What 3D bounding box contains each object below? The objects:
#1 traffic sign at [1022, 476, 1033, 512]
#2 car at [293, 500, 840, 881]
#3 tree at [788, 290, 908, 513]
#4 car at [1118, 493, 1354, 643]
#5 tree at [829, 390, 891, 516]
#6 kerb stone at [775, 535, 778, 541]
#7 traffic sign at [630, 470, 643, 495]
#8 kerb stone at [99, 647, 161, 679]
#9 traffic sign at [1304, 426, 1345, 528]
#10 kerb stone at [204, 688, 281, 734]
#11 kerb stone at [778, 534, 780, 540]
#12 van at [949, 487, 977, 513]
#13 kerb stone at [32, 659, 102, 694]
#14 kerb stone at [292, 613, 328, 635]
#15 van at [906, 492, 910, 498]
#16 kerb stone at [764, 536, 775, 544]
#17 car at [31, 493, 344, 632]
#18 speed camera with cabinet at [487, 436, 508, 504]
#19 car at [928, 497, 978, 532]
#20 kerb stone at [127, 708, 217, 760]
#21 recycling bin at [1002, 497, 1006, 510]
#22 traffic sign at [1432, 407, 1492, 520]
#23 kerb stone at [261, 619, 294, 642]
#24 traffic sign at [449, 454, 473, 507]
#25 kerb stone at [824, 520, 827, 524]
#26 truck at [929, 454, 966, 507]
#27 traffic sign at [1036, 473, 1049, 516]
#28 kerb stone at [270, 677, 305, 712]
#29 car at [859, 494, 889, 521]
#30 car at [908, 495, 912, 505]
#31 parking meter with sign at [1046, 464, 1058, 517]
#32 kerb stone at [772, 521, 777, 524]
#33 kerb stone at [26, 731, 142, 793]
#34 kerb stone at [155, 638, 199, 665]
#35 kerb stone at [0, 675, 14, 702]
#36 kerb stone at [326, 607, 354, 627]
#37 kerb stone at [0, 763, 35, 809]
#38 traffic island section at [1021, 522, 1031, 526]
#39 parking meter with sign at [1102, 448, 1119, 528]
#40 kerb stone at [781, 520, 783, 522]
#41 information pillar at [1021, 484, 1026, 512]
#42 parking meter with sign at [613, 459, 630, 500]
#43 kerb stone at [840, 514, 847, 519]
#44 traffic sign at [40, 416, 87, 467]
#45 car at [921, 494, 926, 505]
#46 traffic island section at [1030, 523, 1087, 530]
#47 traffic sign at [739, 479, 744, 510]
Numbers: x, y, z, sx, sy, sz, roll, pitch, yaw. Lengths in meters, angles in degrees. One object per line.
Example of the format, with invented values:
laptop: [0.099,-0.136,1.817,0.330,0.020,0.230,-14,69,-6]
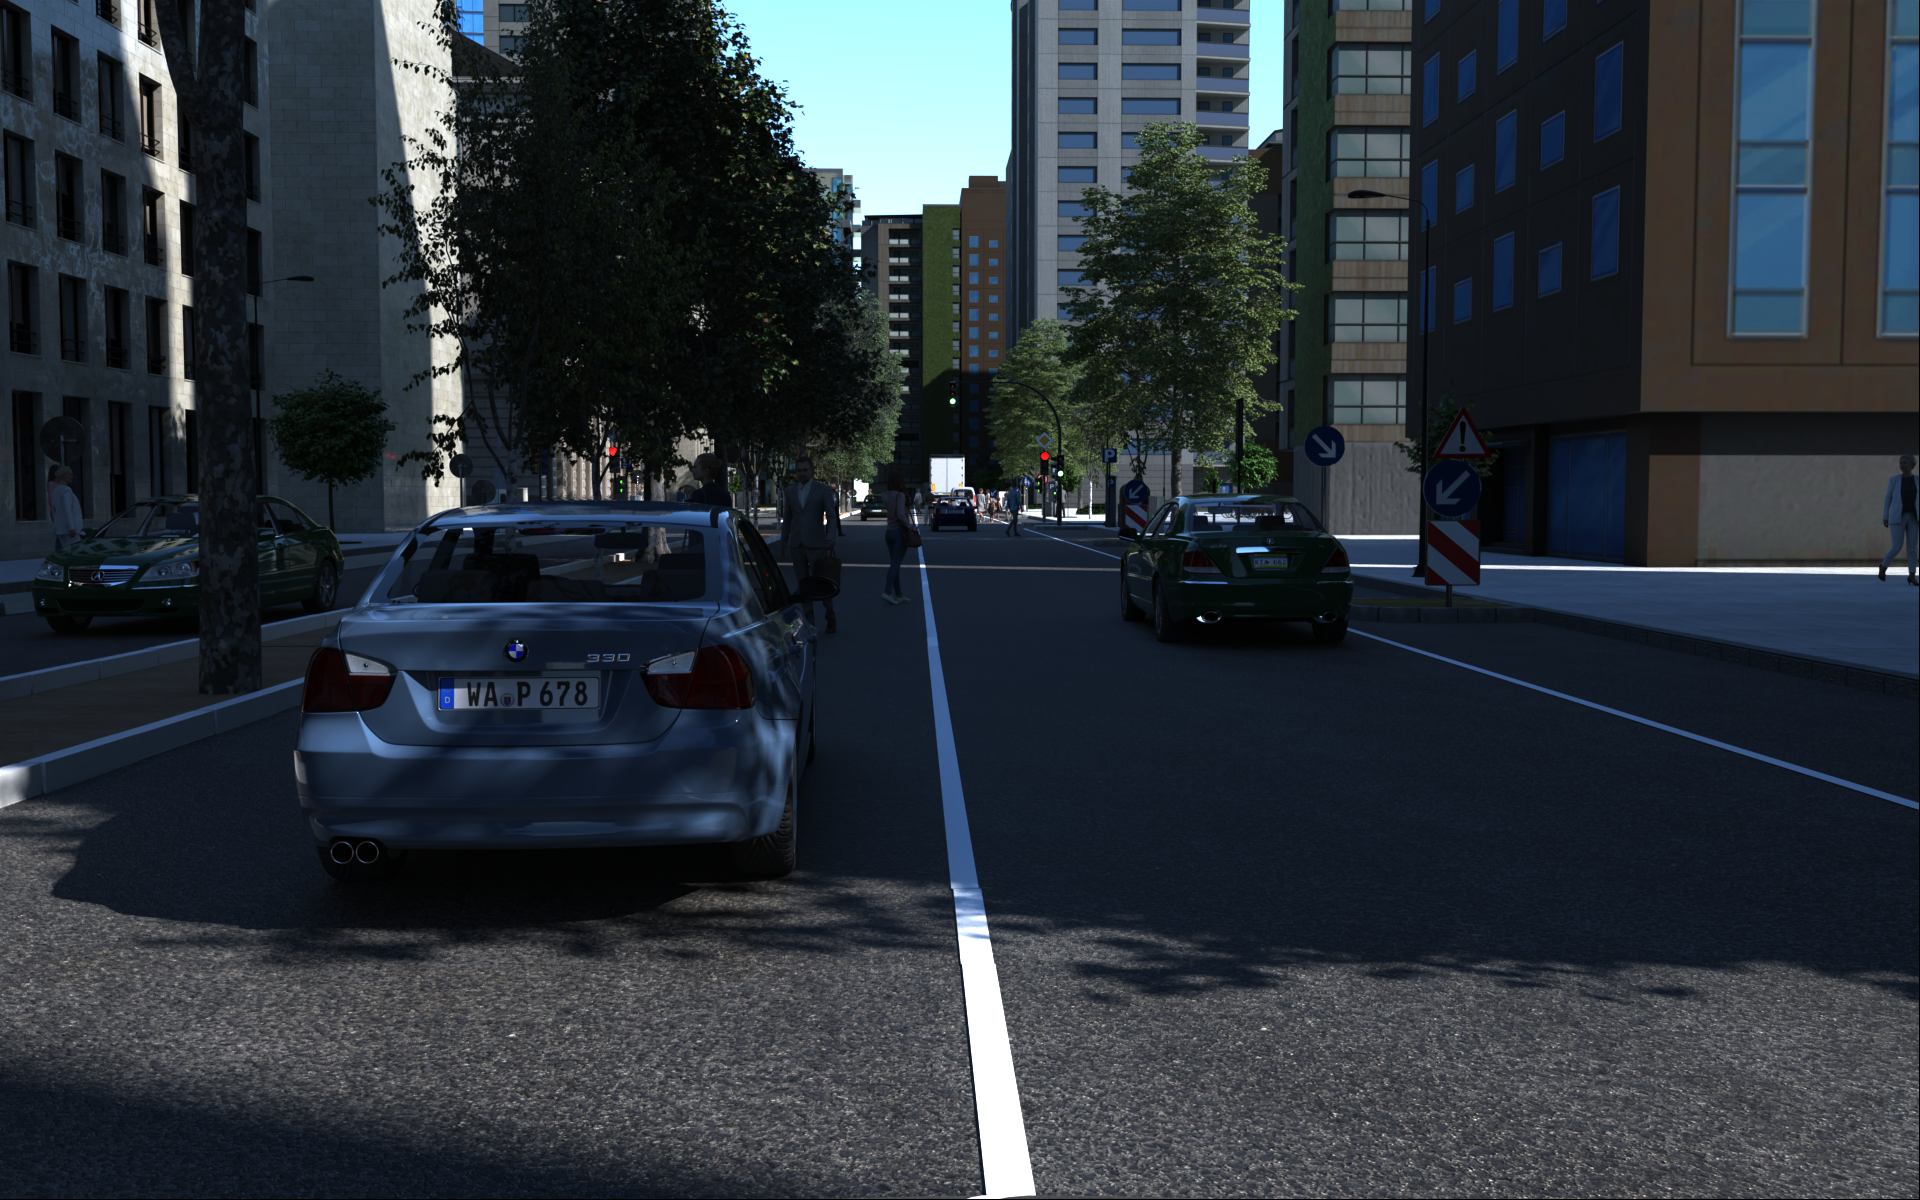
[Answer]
traffic sign: [4.721,-7.442,121.785,0.768,2.556,0.104,0,4,7]
car: [-1.550,0.261,7.741,2.014,1.417,4.499,0,4,-3]
tree: [-7.595,-11.873,103.240,9.857,13.997,8.962,0,3,0]
car: [2.786,-0.389,18.165,2.131,1.459,4.920,0,4,-1]
tree: [-8.197,-11.371,114.126,9.928,11.665,9.643,0,3,0]
kerb stone: [-5.632,-1.812,51.831,0.120,0.150,1.000,0,4,-2]
traffic sign: [-16.864,-5.532,90.557,0.768,2.556,0.104,0,4,5]
kerb stone: [-6.688,0.515,13.844,0.120,0.150,1.000,0,4,-2]
traffic sign: [6.783,-1.971,32.329,0.768,2.556,0.104,0,4,1]
kerb stone: [-4.505,0.698,10.824,0.120,0.150,1.000,0,4,-2]
kerb stone: [-5.669,-1.875,52.854,0.120,0.150,1.000,0,4,-2]
van: [0.109,-5.844,102.554,2.013,2.044,4.112,0,4,-2]
kerb stone: [-6.669,0.576,12.821,0.120,0.150,1.000,0,4,-2]
kerb stone: [-6.808,0.260,17.945,0.120,0.150,1.000,0,4,-2]
van: [-5.864,-9.857,168.170,2.013,2.044,4.112,0,4,-2]
kerb stone: [-5.609,-1.750,50.810,0.120,0.150,1.000,0,4,-2]
car: [-8.525,-0.472,19.514,2.131,1.459,4.920,0,4,0]
speed camera with cabinet: [-15.403,-3.886,57.870,0.660,3.252,2.038,0,4,1]
car: [-0.260,-3.354,67.416,1.945,1.354,3.894,0,4,-2]
kerb stone: [-4.484,0.763,9.802,0.120,0.150,1.000,0,4,-2]
recycling bin: [3.882,-7.972,142.899,0.722,1.027,0.722,1,4,12]
traffic sign: [7.488,-1.583,25.883,0.884,2.594,0.081,0,3,0]
kerb stone: [-6.774,0.322,16.923,0.120,0.150,1.000,0,4,-2]
traffic sign: [-15.732,-3.336,54.643,0.768,2.556,0.104,0,4,2]
kerb stone: [-6.578,-3.908,86.160,0.120,0.150,1.000,0,4,-2]
truck: [-0.950,-8.510,128.052,2.839,4.237,11.283,0,4,0]
traffic sign: [4.925,-6.328,103.570,0.768,2.556,0.104,0,4,7]
kerb stone: [-4.542,0.637,11.845,0.120,0.150,1.000,0,4,-2]
car: [-4.413,-5.068,92.644,2.009,1.686,4.222,0,4,-1]
car: [-7.313,-13.016,225.172,2.083,1.381,4.827,0,4,-2]
parking meter with sign: [5.246,-6.227,98.075,0.543,3.016,1.738,1,4,16]
kerb stone: [-8.508,-3.532,79.944,0.120,0.150,1.000,0,4,-2]
kerb stone: [-4.447,0.821,8.780,0.120,0.150,1.000,0,4,-2]
kerb stone: [-6.722,0.448,14.871,0.120,0.150,1.000,0,4,-2]
kerb stone: [-6.638,0.636,11.790,0.120,0.150,1.000,0,4,-2]
kerb stone: [-6.837,0.202,18.967,0.120,0.150,1.000,0,4,-2]
kerb stone: [-4.428,0.883,7.754,0.120,0.150,1.000,0,4,-2]
traffic island section: [3.827,-3.421,78.213,2.009,0.180,2.903,0,4,-2]
parking meter with sign: [5.898,-4.326,66.984,0.543,3.016,1.738,1,4,13]
kerb stone: [-8.594,-3.718,83.020,0.120,0.150,1.000,0,4,-2]
information pillar: [4.602,-7.436,126.066,0.304,2.012,0.304,2,4,24]
parking meter with sign: [-16.428,-5.345,83.648,0.543,3.016,1.738,-2,4,-34]
kerb stone: [-7.109,-5.105,105.664,0.120,0.150,1.000,0,4,-2]
traffic sign: [-14.649,-1.724,28.300,0.768,2.556,0.104,0,4,1]
car: [-4.149,-13.004,222.835,2.015,1.641,3.980,0,4,-1]
traffic island section: [4.045,-2.933,70.231,2.009,0.180,2.903,0,4,-2]
traffic sign: [-17.879,-8.732,142.879,0.768,2.556,0.104,0,4,5]
